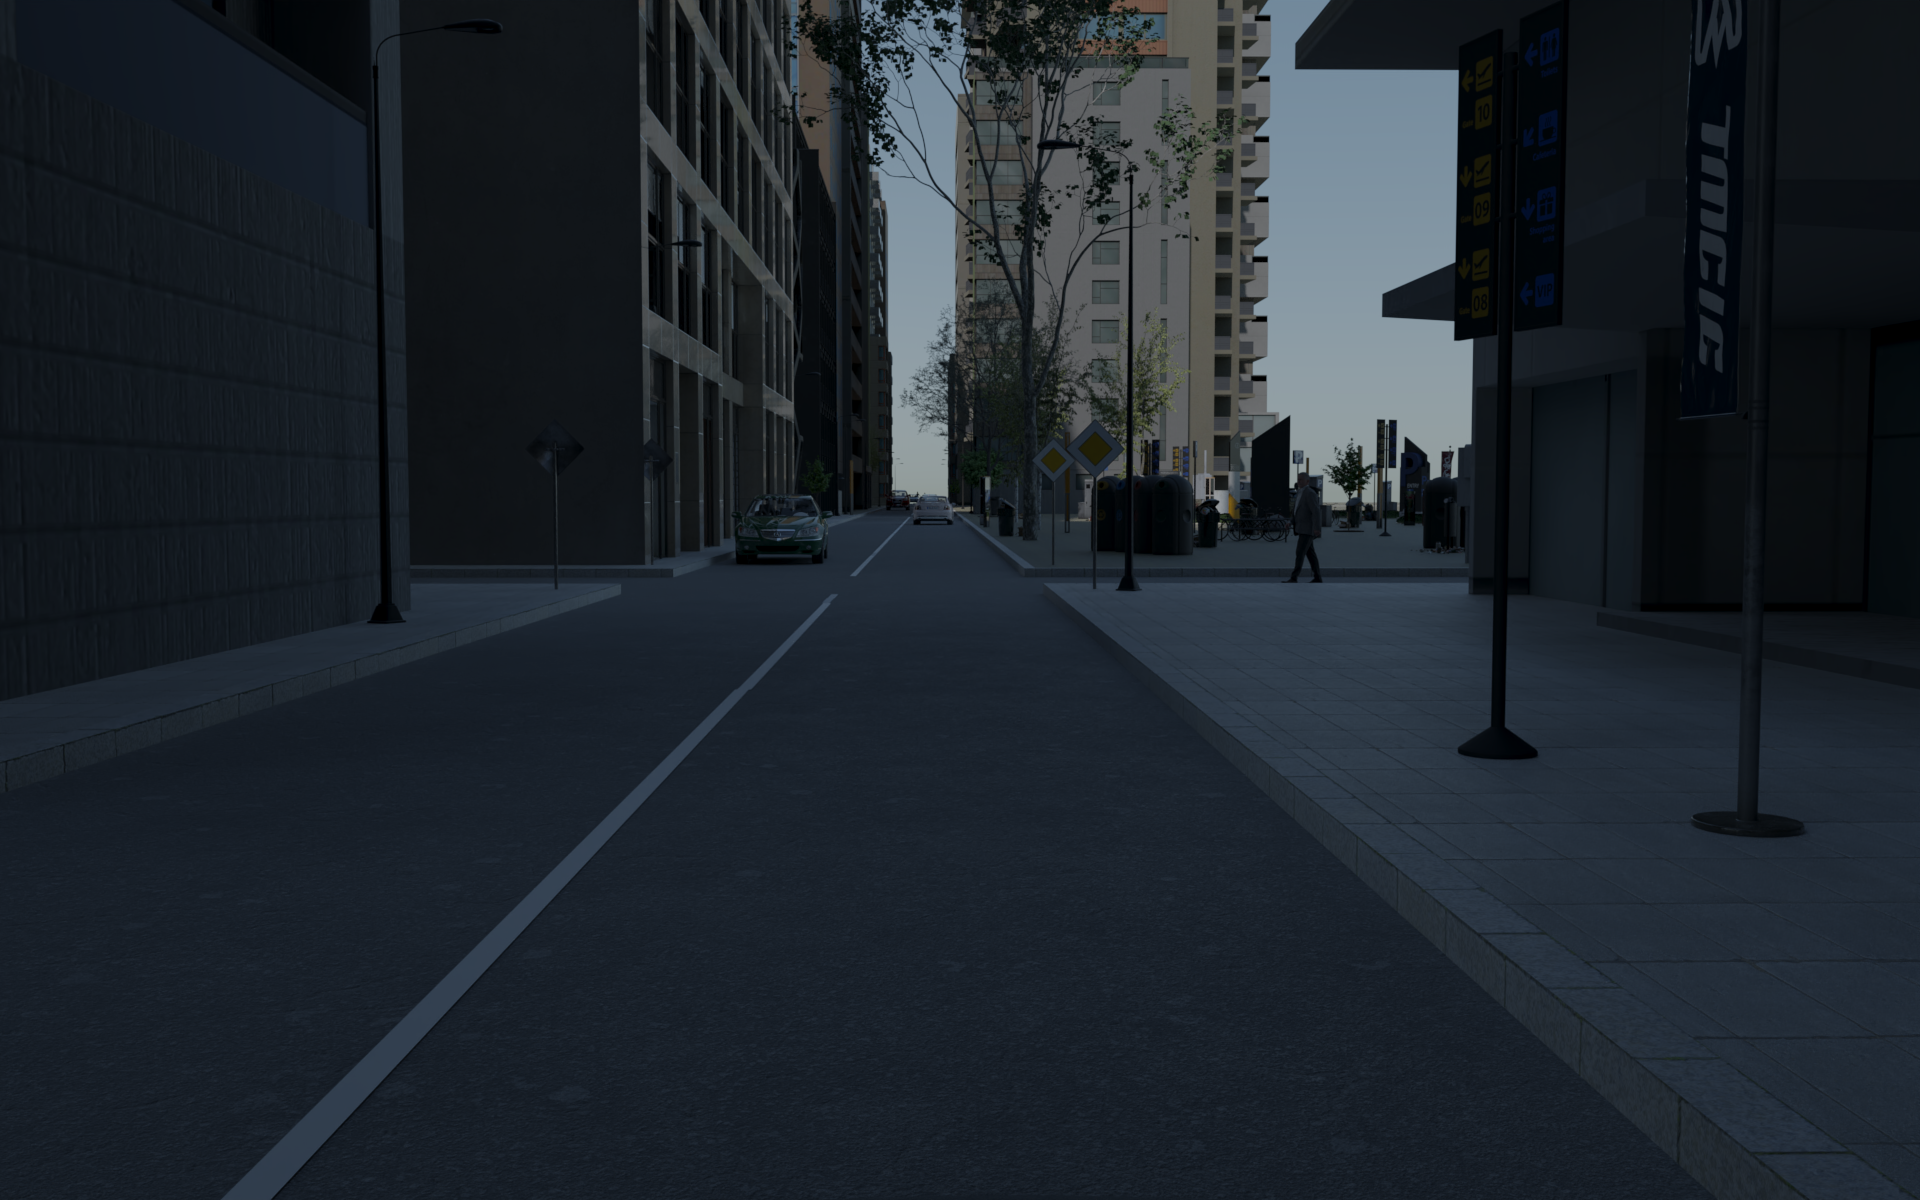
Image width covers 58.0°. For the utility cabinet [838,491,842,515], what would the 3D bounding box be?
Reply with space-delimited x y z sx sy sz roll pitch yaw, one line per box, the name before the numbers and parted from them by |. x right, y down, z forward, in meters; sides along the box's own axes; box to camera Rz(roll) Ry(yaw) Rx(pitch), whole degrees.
utility cabinet | -7.490 -5.880 104.819 0.318 1.500 1.173 -2 4 -26

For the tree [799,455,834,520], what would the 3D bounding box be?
tree | -6.935 -5.523 84.907 1.663 3.219 1.824 0 3 0

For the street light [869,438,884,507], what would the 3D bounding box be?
street light | -7.233 -10.417 142.854 1.470 5.913 1.316 0 4 -1

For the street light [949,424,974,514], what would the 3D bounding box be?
street light | 0.200 -8.644 113.867 1.470 5.913 1.316 0 4 -1

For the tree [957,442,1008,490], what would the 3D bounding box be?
tree | 1.466 -7.713 109.824 4.285 4.588 4.351 0 3 0

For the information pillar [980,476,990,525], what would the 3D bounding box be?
information pillar | 1.017 -4.081 71.224 0.304 2.012 0.304 -3 5 -40

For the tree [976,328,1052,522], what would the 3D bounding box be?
tree | 2.774 -7.808 78.026 4.737 8.622 4.395 0 3 0

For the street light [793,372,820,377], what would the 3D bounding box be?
street light | -6.028 -5.730 66.219 1.470 5.913 1.316 0 4 -1

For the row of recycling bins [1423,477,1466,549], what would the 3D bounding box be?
row of recycling bins | 12.251 -2.129 41.918 1.069 1.692 3.534 3 4 38

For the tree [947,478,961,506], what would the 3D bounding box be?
tree | -0.358 -11.970 190.317 1.663 3.219 1.824 0 3 0

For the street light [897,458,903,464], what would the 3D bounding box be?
street light | -8.493 -15.469 225.458 1.470 5.913 1.316 0 4 -1

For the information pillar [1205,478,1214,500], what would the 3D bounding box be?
information pillar | 11.124 -4.446 77.180 0.304 2.012 0.304 -3 5 -39

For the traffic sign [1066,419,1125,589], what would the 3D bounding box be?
traffic sign | 1.815 -1.205 23.338 0.795 2.450 0.064 0 4 -1

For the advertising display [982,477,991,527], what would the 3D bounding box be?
advertising display | 1.023 -3.775 66.932 0.123 1.923 0.974 1 4 13

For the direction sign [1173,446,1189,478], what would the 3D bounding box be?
direction sign | 10.462 -5.512 82.120 0.876 3.537 0.379 3 4 37

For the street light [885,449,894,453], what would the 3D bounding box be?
street light | -7.746 -12.536 177.496 1.470 5.913 1.316 0 4 -1

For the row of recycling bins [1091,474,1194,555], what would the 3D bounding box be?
row of recycling bins | 3.967 -1.877 37.810 1.069 1.692 3.534 -2 4 -24

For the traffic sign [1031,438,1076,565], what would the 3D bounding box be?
traffic sign | 1.687 -1.693 31.322 0.795 2.450 0.064 0 4 -1

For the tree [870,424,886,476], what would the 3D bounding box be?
tree | -9.677 -14.189 182.344 4.737 8.622 4.395 0 3 0

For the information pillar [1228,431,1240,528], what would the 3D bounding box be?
information pillar | 10.128 -4.435 63.872 0.504 3.616 0.183 -2 4 -31

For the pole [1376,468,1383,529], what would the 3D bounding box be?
pole | 15.579 -4.306 64.244 0.158 3.312 0.155 0 3 0

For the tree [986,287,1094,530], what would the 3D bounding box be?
tree | 2.836 -6.847 62.315 4.360 8.622 3.978 0 3 0

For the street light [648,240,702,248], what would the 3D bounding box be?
street light | -5.406 -3.624 31.789 1.470 5.913 1.316 0 4 -1

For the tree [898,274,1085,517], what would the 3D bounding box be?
tree | 1.710 -11.368 96.231 12.009 13.543 11.850 0 3 0

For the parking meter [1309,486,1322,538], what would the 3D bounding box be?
parking meter | 10.431 -2.595 50.845 0.372 1.533 0.369 0 3 0

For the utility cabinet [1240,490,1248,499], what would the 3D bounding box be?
utility cabinet | 15.729 -5.478 98.237 1.173 1.500 0.318 -1 4 -11

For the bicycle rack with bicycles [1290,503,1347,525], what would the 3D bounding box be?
bicycle rack with bicycles | 14.901 -3.578 71.879 2.852 0.926 2.925 -1 4 -14

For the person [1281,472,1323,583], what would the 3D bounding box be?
person | 5.320 -1.110 27.042 0.834 1.777 0.661 -1 4 -22

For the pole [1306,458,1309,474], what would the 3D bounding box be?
pole | 19.368 -6.283 96.577 0.158 3.312 0.155 0 3 0

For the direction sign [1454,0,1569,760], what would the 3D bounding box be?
direction sign | 2.651 -1.005 8.436 0.379 3.537 0.876 -1 4 -16

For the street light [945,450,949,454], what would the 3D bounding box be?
street light | -0.292 -10.742 148.174 1.470 5.913 1.316 0 4 -1

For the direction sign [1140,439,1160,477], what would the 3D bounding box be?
direction sign | 7.891 -4.892 71.984 0.876 3.537 0.379 2 4 35

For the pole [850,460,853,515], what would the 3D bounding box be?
pole | -6.572 -6.794 104.922 0.158 3.312 0.155 0 3 0

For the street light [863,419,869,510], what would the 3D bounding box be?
street light | -6.559 -8.260 107.594 1.470 5.913 1.316 0 4 -1

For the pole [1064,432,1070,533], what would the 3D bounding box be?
pole | 3.540 -3.870 57.114 0.158 3.312 0.155 0 3 0

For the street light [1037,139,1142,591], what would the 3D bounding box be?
street light | 1.706 -3.078 22.872 1.470 5.913 1.316 0 4 -1

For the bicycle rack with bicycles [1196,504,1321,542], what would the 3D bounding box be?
bicycle rack with bicycles | 8.127 -2.071 47.243 2.925 0.926 2.852 2 4 26

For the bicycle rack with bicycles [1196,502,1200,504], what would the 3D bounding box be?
bicycle rack with bicycles | 13.288 -5.087 96.546 2.925 0.926 2.852 0 4 -7

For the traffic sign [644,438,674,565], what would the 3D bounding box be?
traffic sign | -5.557 -1.687 31.226 0.795 2.450 0.064 0 4 -1

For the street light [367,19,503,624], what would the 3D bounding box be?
street light | -5.177 -2.725 17.099 1.470 5.913 1.316 0 4 -1

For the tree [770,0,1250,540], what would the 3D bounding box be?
tree | 1.186 -11.645 46.291 12.611 20.169 13.585 0 3 0

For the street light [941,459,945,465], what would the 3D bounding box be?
street light | -0.981 -12.856 182.735 1.470 5.913 1.316 0 4 -1

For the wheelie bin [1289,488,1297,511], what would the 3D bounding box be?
wheelie bin | 16.689 -4.864 87.431 0.980 1.594 0.693 -2 4 -25

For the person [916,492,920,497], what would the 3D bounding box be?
person | -6.500 -15.634 264.133 1.348 1.822 0.705 -2 4 -35

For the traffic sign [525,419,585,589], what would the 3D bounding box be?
traffic sign | -5.428 -1.199 23.242 0.795 2.450 0.064 0 4 -1

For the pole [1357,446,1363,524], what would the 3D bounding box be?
pole | 16.975 -4.874 73.533 0.158 3.312 0.155 0 3 0

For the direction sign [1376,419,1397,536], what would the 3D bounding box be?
direction sign | 12.935 -3.705 52.567 0.876 3.537 0.379 -2 4 -35

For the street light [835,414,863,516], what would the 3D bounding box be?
street light | -6.572 -7.828 100.526 1.470 5.913 1.316 0 4 -1
